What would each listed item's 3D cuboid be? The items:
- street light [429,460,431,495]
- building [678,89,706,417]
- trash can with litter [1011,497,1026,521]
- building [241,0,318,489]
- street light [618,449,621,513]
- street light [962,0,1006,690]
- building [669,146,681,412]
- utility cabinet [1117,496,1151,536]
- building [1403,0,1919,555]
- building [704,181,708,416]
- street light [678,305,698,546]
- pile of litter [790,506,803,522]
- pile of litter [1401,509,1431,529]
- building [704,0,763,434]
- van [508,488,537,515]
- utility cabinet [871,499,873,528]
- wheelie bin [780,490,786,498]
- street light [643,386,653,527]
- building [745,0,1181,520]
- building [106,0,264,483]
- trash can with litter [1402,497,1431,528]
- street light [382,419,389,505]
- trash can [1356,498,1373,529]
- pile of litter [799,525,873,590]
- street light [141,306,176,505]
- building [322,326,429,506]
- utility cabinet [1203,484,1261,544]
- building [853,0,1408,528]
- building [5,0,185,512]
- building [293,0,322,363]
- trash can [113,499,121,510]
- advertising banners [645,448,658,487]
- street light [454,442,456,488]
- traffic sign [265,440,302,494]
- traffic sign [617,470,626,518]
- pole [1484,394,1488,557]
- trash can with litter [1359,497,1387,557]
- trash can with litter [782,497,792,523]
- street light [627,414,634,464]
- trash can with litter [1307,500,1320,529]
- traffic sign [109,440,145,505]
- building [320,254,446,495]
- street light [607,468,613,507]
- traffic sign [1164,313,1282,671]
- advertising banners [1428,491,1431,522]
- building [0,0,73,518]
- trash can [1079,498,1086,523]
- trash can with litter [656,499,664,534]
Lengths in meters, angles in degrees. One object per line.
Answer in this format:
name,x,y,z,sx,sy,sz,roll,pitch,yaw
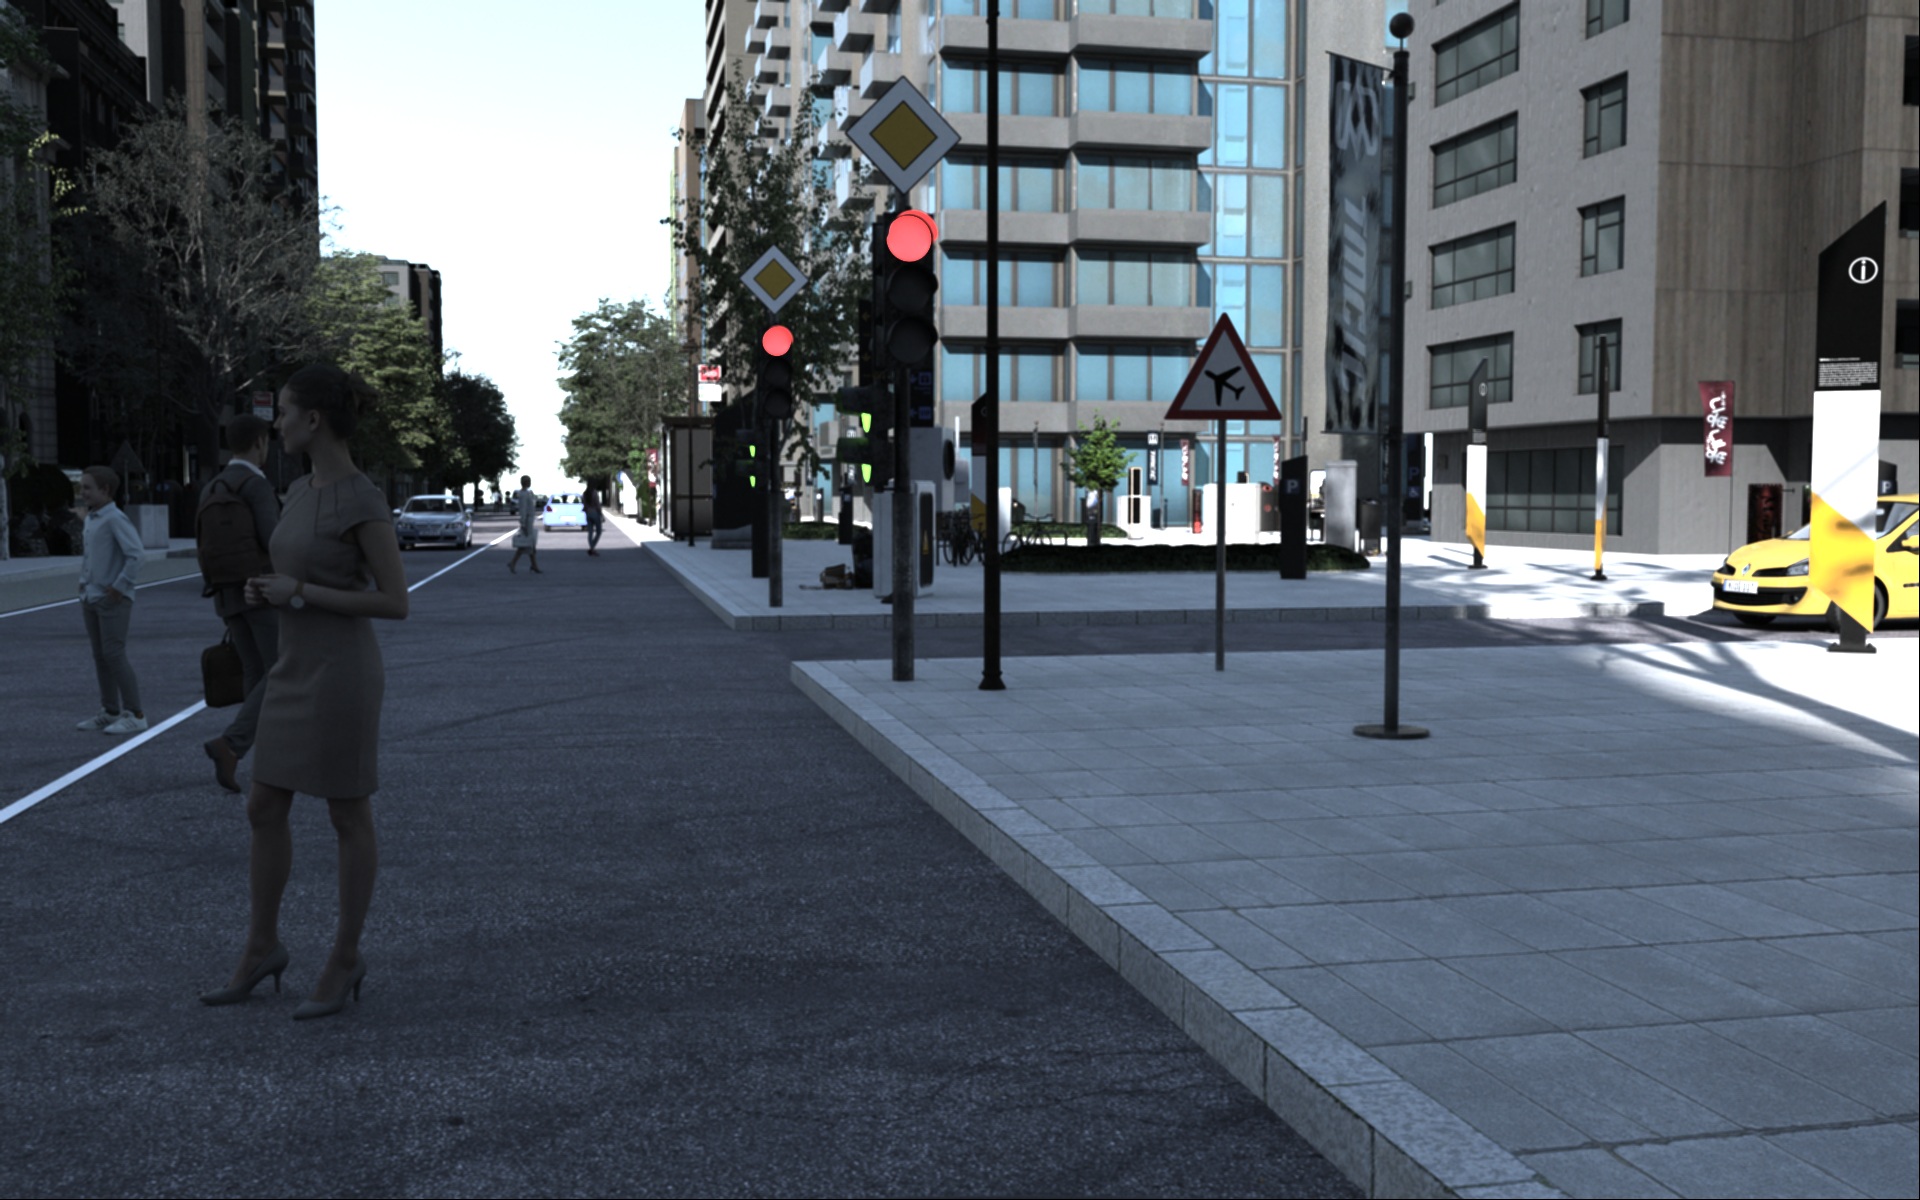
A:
street light,-35.809,-8.817,116.944,0.468,5.910,1.993,-1,4,-12
building,-23.917,-33.240,193.584,14.600,45.320,14.200,-1,4,-12
trash can with litter,2.073,-2.738,56.146,1.055,1.170,0.624,0,4,-7
building,-55.162,-28.108,114.190,22.147,44.769,28.867,-1,4,-12
street light,-23.052,-8.823,117.049,0.468,5.910,1.993,-1,4,-12
street light,0.211,-2.351,11.228,0.468,5.910,1.993,-1,4,-12
building,-27.296,-32.041,207.469,14.154,41.232,14.086,-1,4,-12
utility cabinet,5.265,-2.530,52.534,1.020,1.237,0.306,-2,4,-25
building,19.789,-16.394,39.737,14.107,30.474,14.160,-1,4,-12
building,-16.002,-23.504,155.989,14.160,30.474,14.107,-1,4,-12
street light,-6.608,-4.261,42.451,0.468,5.910,1.993,-1,4,-12
pile of litter,-5.852,-2.972,62.555,1.719,0.858,1.176,-1,4,-23
pile of litter,15.852,-2.835,60.313,1.176,0.858,1.719,-2,4,-34
building,-8.825,-31.497,138.684,21.300,48.544,21.600,-1,4,-12
van,-30.787,-7.031,121.970,2.013,2.044,4.112,-1,4,-12
utility cabinet,-1.257,-1.008,27.647,0.306,1.237,1.020,0,4,-5
wheelie bin,-8.345,-4.397,79.803,0.693,1.594,0.980,-1,4,-11
street light,-12.121,-5.801,67.636,0.468,5.910,1.993,-1,4,-12
building,-2.122,-30.210,113.539,23.786,49.044,30.456,-1,4,-12
building,-46.846,-19.742,94.486,14.160,30.474,14.107,-1,4,-12
trash can with litter,16.254,-3.085,61.831,1.055,1.170,0.624,0,4,-3
street light,-30.433,-7.294,92.040,0.468,5.910,1.993,-1,4,-12
trash can,14.845,-3.194,63.871,0.748,1.137,0.748,0,3,0
pile of litter,-1.414,-0.599,23.753,1.719,0.858,1.176,-1,4,-13
street light,-19.682,-4.274,42.660,0.468,5.910,1.993,-1,4,-12
building,-74.048,-21.102,190.052,27.650,21.520,28.899,-1,4,-12
utility cabinet,5.726,-1.703,36.518,1.173,1.500,0.318,2,4,35
building,5.687,-28.026,77.841,23.786,49.044,30.456,-1,4,-12
building,-40.527,-14.775,71.252,12.332,23.373,15.834,-1,4,-12
building,-60.246,-42.771,137.551,20.563,71.187,20.611,-1,4,-12
trash can,-25.881,-2.559,53.496,0.748,1.137,0.748,0,3,0
advertising banners,-11.051,-4.274,66.063,2.074,3.025,0.090,1,4,17
street light,-41.333,-10.338,141.815,0.468,5.910,1.993,-1,4,-12
traffic sign,-25.925,-4.361,65.169,2.265,3.308,0.079,0,4,-6
traffic sign,-17.688,-5.581,91.358,0.768,2.556,0.104,0,4,-3
pole,10.603,-2.530,35.202,0.158,3.312,0.155,0,3,0
trash can with litter,8.095,-1.514,35.818,2.233,1.210,1.678,-2,4,-23
trash can with litter,-5.917,-2.948,59.580,0.624,1.170,1.055,-2,4,-34
street light,-17.647,-7.328,92.600,0.468,5.910,1.993,-1,4,-12
trash can with litter,12.842,-3.159,63.031,0.624,1.170,1.055,0,4,7
traffic sign,-20.010,-2.542,41.562,0.884,2.594,0.081,0,4,-7
building,-71.260,-26.982,212.851,14.160,30.474,14.107,-1,4,-12
street light,-28.479,-10.346,141.941,0.468,5.910,1.993,-1,4,-12
traffic sign,1.889,-0.765,12.517,0.884,2.594,0.081,-1,4,-11
advertising banners,21.797,-5.097,79.516,2.074,3.025,0.090,1,4,21
building,-36.971,-12.838,51.696,13.314,21.916,24.055,-1,4,-12
trash can,4.696,-3.134,62.901,0.748,1.137,0.748,0,3,0
trash can with litter,-9.617,-2.739,56.171,0.624,1.170,1.055,-1,4,-19
